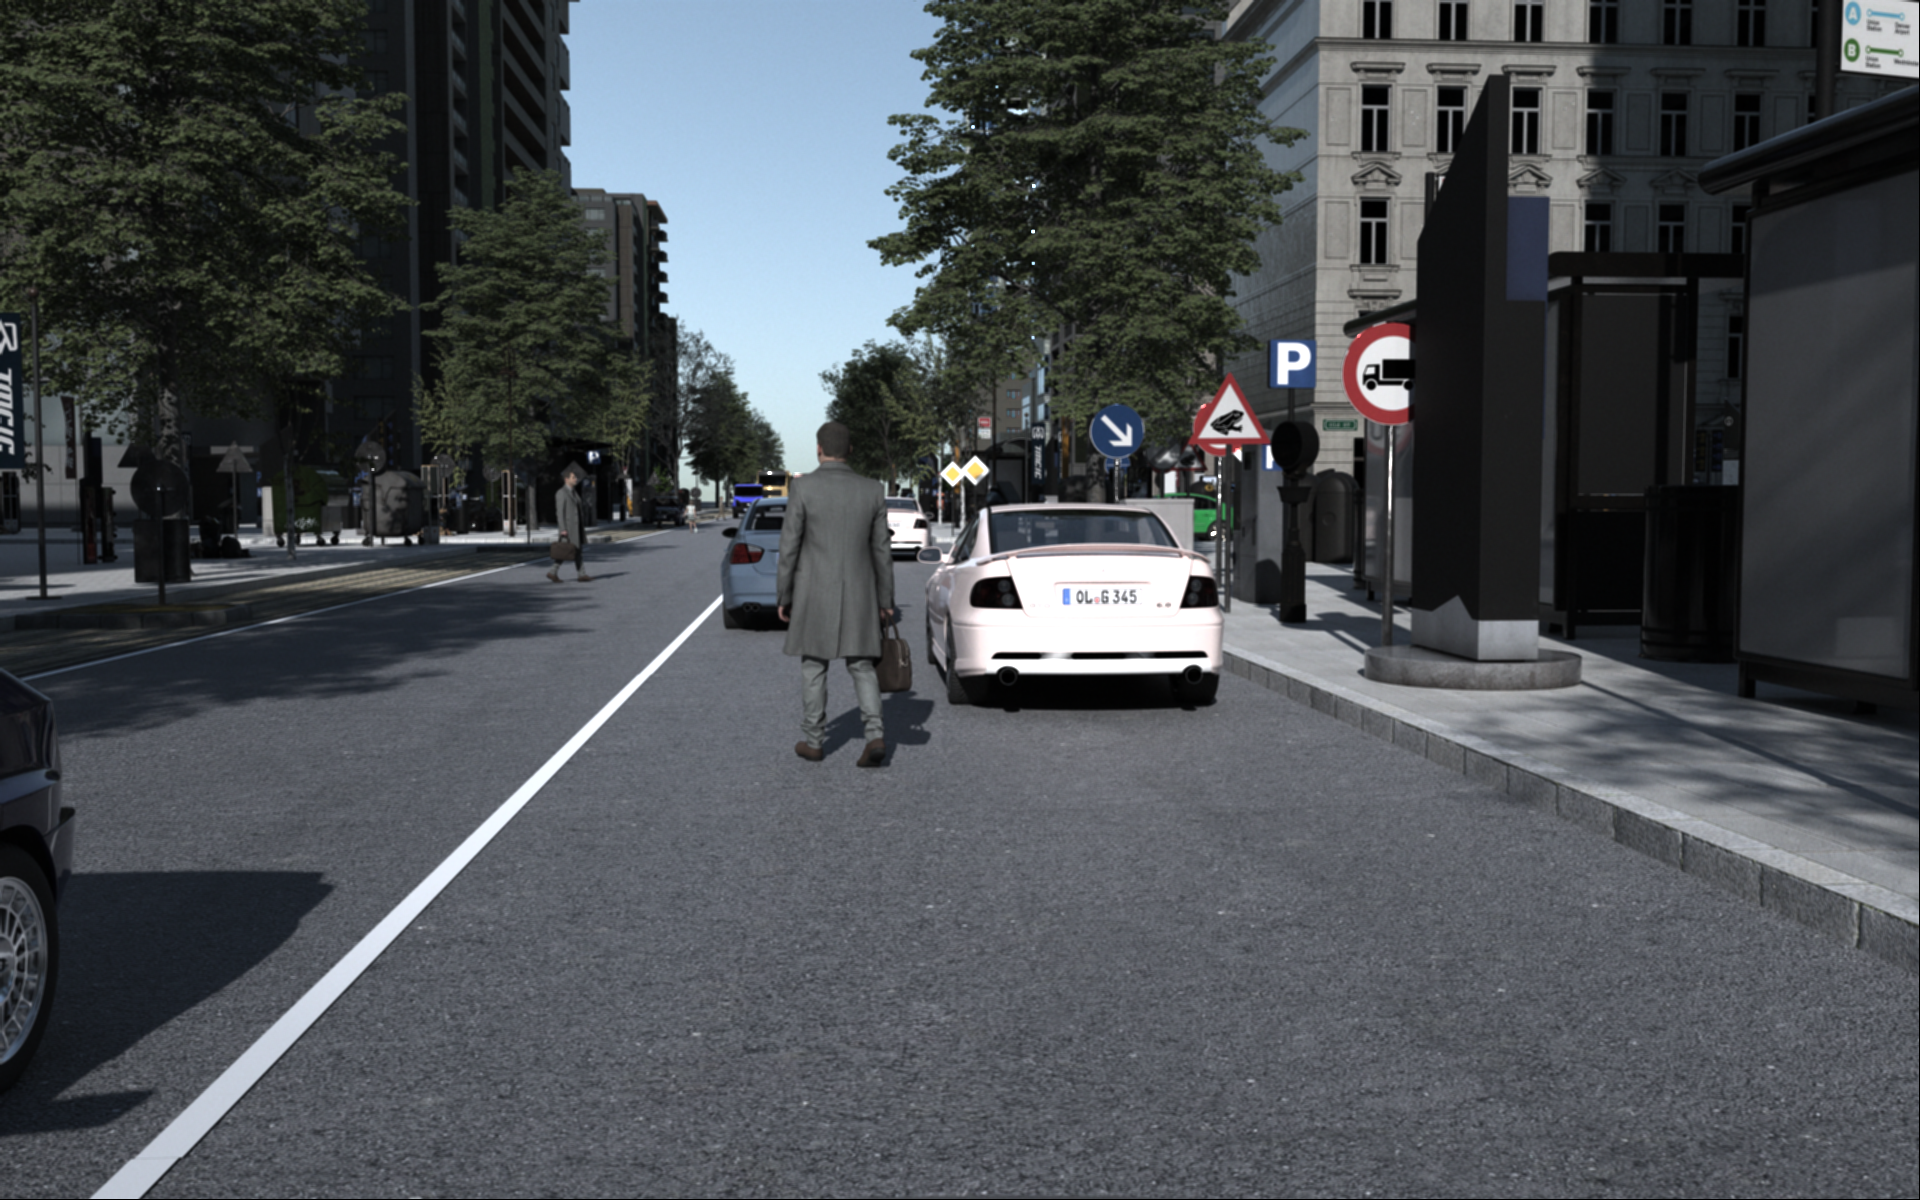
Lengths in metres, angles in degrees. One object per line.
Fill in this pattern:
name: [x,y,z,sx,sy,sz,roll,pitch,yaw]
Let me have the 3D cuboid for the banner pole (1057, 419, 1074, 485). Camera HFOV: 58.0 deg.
banner pole: [3.554,-4.149,57.851,0.863,3.779,0.401,-3,4,-38]

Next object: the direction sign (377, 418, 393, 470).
direction sign: [-17.134,-3.651,51.693,0.379,3.537,0.876,1,4,10]

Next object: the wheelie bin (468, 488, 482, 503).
wheelie bin: [-26.472,-5.269,94.052,0.980,1.594,0.693,-2,4,-29]

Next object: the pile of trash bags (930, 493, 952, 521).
pile of trash bags: [-0.957,-4.473,82.883,1.912,1.369,3.447,0,4,-1]

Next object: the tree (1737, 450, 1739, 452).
tree: [17.930,-2.665,38.182,1.663,3.219,1.824,0,3,0]

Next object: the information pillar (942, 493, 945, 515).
information pillar: [-1.067,-5.965,102.013,0.304,2.012,0.304,1,4,11]

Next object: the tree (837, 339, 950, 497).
tree: [-5.538,-14.380,141.761,9.857,13.997,8.962,0,3,0]

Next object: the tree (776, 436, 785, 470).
tree: [-31.440,-21.785,274.313,7.486,12.596,7.792,0,3,0]

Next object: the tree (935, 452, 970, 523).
tree: [-0.546,-5.090,77.823,1.663,3.219,1.824,0,3,0]

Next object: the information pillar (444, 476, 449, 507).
information pillar: [-20.626,-3.958,69.212,0.304,2.012,0.304,2,4,23]

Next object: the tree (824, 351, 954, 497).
tree: [-4.294,-10.900,112.634,8.767,10.594,7.601,-2,4,-27]

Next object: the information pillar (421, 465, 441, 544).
information pillar: [-13.546,-2.436,44.314,0.304,2.012,0.304,2,4,35]

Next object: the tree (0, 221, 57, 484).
tree: [-22.645,-5.468,39.768,4.360,8.622,3.978,0,3,0]

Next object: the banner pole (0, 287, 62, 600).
banner pole: [-11.450,-1.899,21.066,0.863,3.779,0.401,0,4,-7]

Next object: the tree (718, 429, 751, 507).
tree: [-22.893,-13.531,171.592,4.360,8.622,3.978,0,3,0]

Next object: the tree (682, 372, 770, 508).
tree: [-22.081,-14.702,158.511,7.486,12.596,7.792,0,3,0]

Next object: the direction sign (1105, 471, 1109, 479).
direction sign: [8.674,-6.864,104.221,0.379,3.537,0.876,3,5,42]

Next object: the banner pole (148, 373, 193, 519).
banner pole: [-16.518,-2.811,35.973,0.401,3.779,0.863,2,4,33]

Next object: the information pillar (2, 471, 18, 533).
information pillar: [-30.954,-3.177,56.442,0.304,2.012,0.304,1,4,11]

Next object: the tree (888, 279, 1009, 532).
tree: [-0.098,-6.597,58.222,4.360,8.622,3.978,0,3,0]

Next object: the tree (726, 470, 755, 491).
tree: [-25.739,-13.445,203.539,4.285,4.588,4.351,0,3,0]

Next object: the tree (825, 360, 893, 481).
tree: [-7.411,-14.974,155.200,12.009,13.543,11.850,0,3,0]

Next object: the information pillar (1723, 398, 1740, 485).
information pillar: [18.831,-3.114,42.268,0.183,3.616,0.504,-2,4,-27]

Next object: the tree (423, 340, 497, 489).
tree: [-23.360,-7.959,80.491,4.737,8.622,4.395,0,3,0]

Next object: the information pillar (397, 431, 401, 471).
information pillar: [-20.898,-4.457,64.229,0.183,3.616,0.504,1,4,19]

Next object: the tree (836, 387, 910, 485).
tree: [-9.334,-16.074,179.819,9.611,12.733,9.660,0,3,0]

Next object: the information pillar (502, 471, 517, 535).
information pillar: [-14.286,-3.085,54.925,0.304,2.012,0.304,2,4,34]

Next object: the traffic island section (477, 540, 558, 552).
traffic island section: [-10.942,-1.321,43.881,2.009,0.180,2.903,0,4,-4]

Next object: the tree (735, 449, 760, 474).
tree: [-27.169,-16.288,216.670,4.737,8.622,4.395,0,3,0]

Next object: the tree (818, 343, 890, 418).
tree: [-11.397,-22.114,217.449,12.611,20.169,13.585,0,3,0]

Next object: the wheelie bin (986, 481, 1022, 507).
wheelie bin: [1.036,-2.080,41.920,0.693,1.594,0.980,2,4,35]

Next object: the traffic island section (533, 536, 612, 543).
traffic island section: [-11.558,-1.808,51.843,2.009,0.180,2.903,0,4,-4]

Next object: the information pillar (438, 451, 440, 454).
information pillar: [-28.201,-6.276,93.961,0.183,3.616,0.504,-2,4,-32]

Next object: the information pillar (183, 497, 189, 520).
information pillar: [-28.583,-3.622,63.708,0.304,2.012,0.304,0,3,0]

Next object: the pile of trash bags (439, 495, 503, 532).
pile of trash bags: [-17.071,-3.011,58.977,1.912,1.369,3.447,2,4,24]

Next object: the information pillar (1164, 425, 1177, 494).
information pillar: [6.931,-4.031,57.267,0.504,3.616,0.183,2,4,32]

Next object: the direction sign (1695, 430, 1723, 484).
direction sign: [26.330,-4.218,60.963,0.876,3.537,0.379,1,4,18]

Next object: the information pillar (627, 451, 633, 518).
information pillar: [-18.078,-6.323,94.734,0.183,3.616,0.504,-2,4,-34]

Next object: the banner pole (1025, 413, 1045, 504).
banner pole: [2.270,-3.885,53.538,0.863,3.779,0.401,-1,4,-19]

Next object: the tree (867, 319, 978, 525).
tree: [-1.056,-7.470,72.500,4.737,8.622,4.395,0,3,0]

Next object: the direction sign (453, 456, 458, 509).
direction sign: [-29.007,-6.588,99.703,0.379,3.537,0.876,0,4,-3]

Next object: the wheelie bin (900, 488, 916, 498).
wheelie bin: [-2.935,-5.424,96.585,0.980,1.594,0.693,1,4,20]

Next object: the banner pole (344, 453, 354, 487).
banner pole: [-37.185,-7.056,105.383,0.863,3.779,0.401,0,4,4]

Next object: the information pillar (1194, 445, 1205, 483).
information pillar: [9.500,-4.736,68.788,0.183,3.616,0.504,-3,4,-38]

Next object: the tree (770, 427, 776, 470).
tree: [-25.697,-16.587,189.319,7.486,12.596,7.792,0,3,0]

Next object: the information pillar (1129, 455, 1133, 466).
information pillar: [9.551,-6.449,96.793,0.183,3.616,0.504,-1,4,-9]
